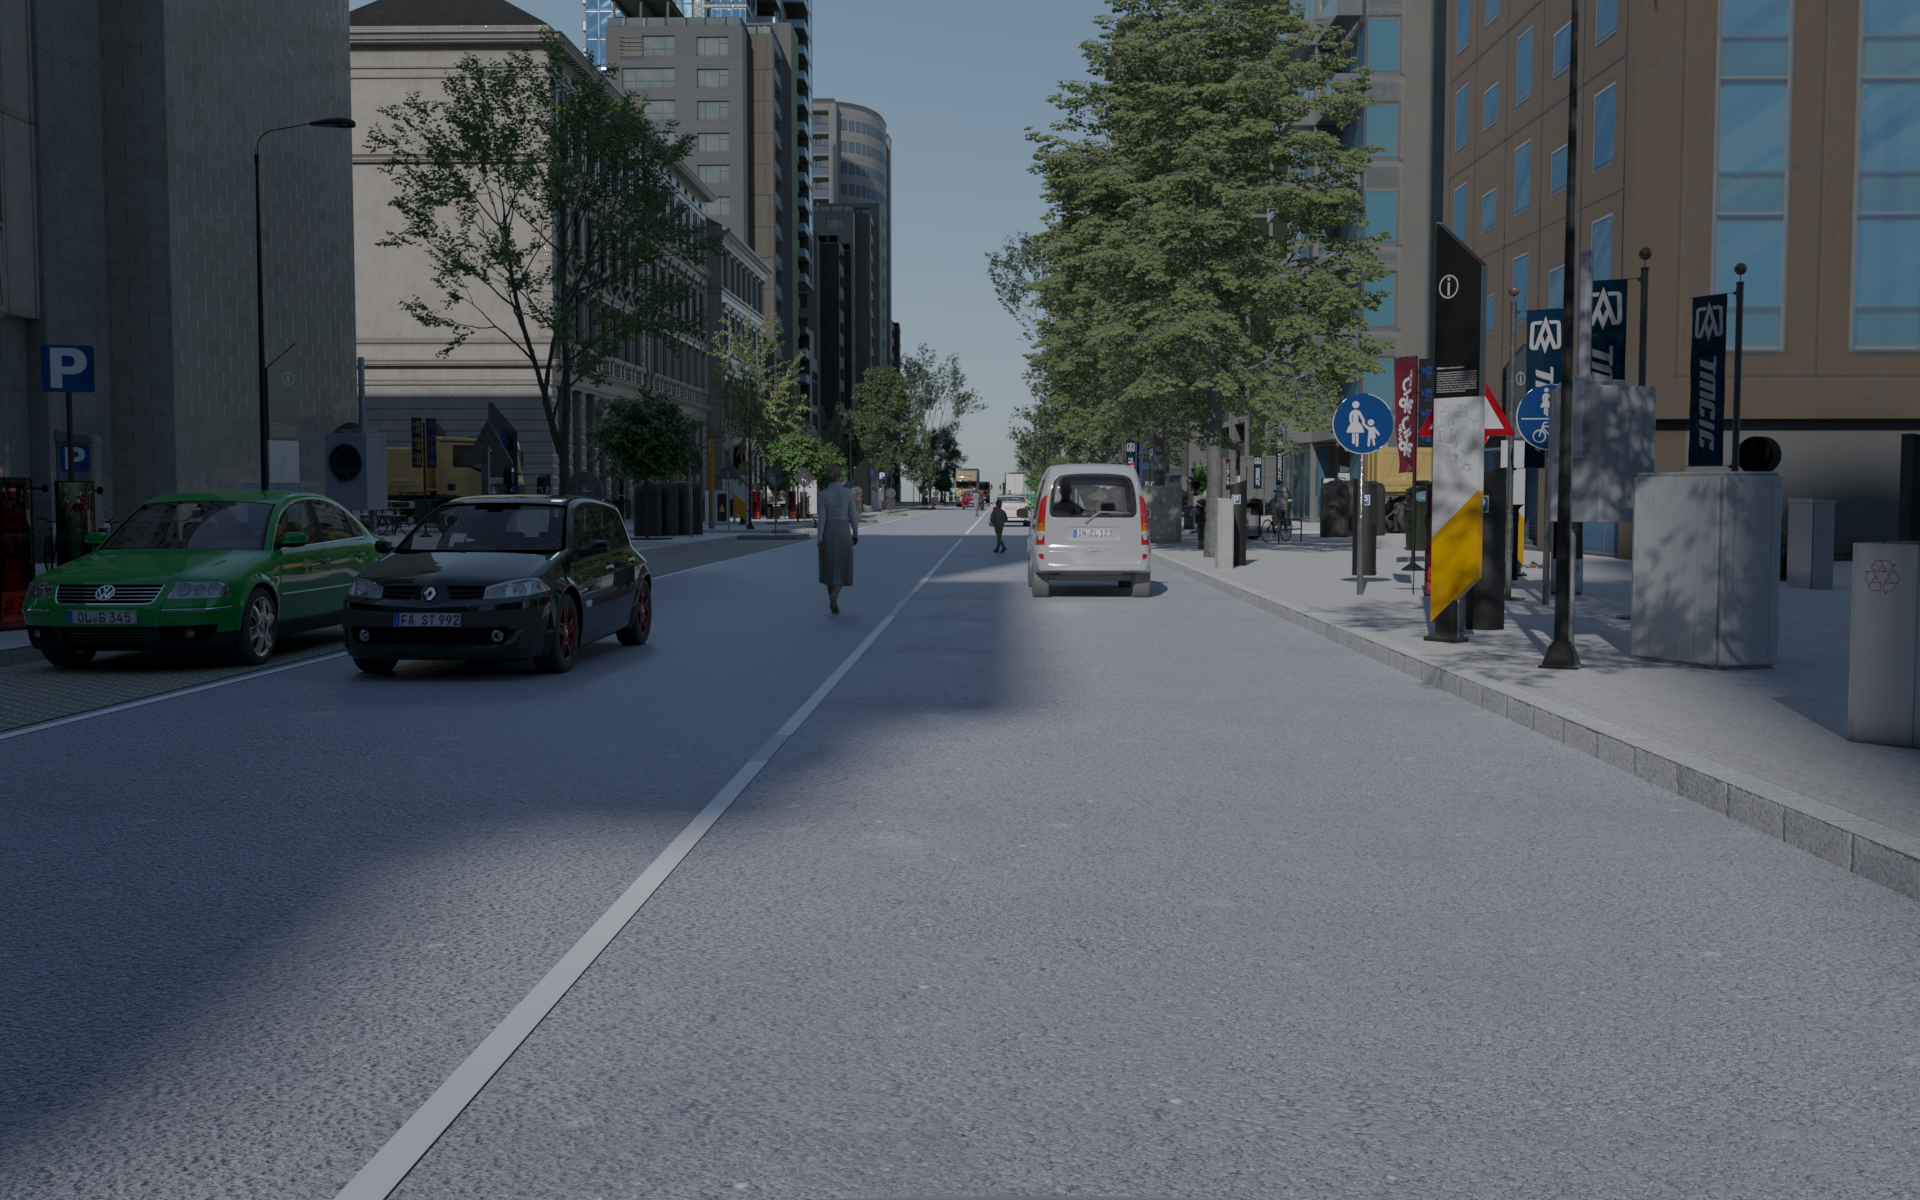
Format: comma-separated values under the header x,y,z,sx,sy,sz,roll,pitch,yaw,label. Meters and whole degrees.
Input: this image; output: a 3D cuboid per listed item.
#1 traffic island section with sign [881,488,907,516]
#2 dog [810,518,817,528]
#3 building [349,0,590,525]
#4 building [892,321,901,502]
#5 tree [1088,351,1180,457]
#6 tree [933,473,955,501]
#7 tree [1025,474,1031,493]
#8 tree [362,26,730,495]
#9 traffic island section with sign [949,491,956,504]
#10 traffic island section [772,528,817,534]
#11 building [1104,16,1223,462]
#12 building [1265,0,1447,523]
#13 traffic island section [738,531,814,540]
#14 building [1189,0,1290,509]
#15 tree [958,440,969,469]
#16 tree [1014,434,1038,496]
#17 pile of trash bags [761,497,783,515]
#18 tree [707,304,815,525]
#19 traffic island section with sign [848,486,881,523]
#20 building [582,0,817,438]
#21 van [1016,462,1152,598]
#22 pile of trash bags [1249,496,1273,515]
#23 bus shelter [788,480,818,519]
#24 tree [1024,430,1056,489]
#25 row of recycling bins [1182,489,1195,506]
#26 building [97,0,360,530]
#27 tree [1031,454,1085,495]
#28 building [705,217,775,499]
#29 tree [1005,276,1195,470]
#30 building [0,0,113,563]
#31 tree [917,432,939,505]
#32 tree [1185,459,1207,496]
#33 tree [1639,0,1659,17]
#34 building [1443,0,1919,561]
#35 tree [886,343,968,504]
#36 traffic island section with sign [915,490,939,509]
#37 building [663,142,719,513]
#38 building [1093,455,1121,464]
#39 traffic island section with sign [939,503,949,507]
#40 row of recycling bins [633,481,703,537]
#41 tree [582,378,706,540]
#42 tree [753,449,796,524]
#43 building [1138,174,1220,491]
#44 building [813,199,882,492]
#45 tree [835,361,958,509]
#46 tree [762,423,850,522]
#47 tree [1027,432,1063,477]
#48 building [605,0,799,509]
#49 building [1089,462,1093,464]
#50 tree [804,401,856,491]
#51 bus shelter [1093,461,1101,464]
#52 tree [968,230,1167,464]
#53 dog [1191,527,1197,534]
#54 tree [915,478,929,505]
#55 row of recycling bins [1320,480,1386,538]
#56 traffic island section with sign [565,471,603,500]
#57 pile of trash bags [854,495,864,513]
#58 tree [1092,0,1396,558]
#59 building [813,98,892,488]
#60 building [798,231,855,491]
x,y,z,sx,sy,sz,roll,pitch,yaw,label
-4.472,-6.383,112.989,1.989,1.847,2.006,0,4,1,traffic island section with sign
-5.946,-3.210,72.671,0.550,0.427,0.748,-3,4,-38,dog
-21.491,-15.420,81.002,11.050,23.489,19.941,0,4,1,building
-16.986,-31.127,280.620,14.160,30.474,14.107,0,4,1,building
7.484,-7.576,74.222,4.360,8.622,3.978,0,3,0,tree
-2.357,-18.721,289.806,4.285,4.588,4.351,0,3,0,tree
9.417,-11.074,164.770,4.285,4.588,4.351,0,3,0,tree
-9.398,-6.998,40.169,9.928,11.665,9.643,0,3,0,tree
-1.205,-14.462,245.074,1.989,1.847,2.006,0,4,1,traffic island section with sign
-5.696,-2.499,63.143,2.009,0.180,2.903,0,4,1,traffic island section
30.902,-36.777,190.535,28.713,52.752,27.495,0,4,1,building
29.671,-28.169,80.170,30.456,49.044,23.786,0,4,1,building
-5.893,-2.011,55.161,2.009,0.180,2.903,0,4,1,traffic island section
27.515,-41.700,120.049,20.563,71.187,20.611,0,4,1,building
-3.036,-22.296,281.554,9.611,12.733,9.660,0,3,0,tree
11.998,-21.103,270.782,9.928,11.665,9.643,0,3,0,tree
-11.273,-5.797,104.528,3.447,1.369,1.912,-2,4,-24,pile of trash bags
-8.186,-7.219,68.393,4.737,8.622,4.395,0,3,0,tree
-5.135,-4.735,86.042,1.989,1.847,2.006,0,4,1,traffic island section with sign
-24.771,-52.293,167.659,22.319,86.520,31.000,0,4,1,building
1.837,-1.123,25.366,2.013,2.044,4.112,0,4,1,van
18.232,-5.876,105.831,1.912,1.369,3.447,-3,5,-42,pile of trash bags
-8.058,-5.995,91.934,2.014,3.302,5.546,0,4,1,bus shelter
9.200,-14.479,187.099,4.737,8.622,4.395,0,3,0,tree
15.353,-7.165,124.255,3.534,1.692,1.069,-1,4,-15,row of recycling bins
-24.830,-11.421,41.487,16.860,20.320,10.420,0,4,1,building
7.961,-8.816,127.858,4.285,4.588,4.351,0,3,0,tree
-20.126,-17.447,121.420,11.583,22.565,21.152,0,4,1,building
7.273,-10.415,87.300,9.611,12.733,9.660,0,3,0,tree
-22.959,-12.579,23.694,12.078,24.808,19.932,0,4,1,building
-4.520,-14.999,195.598,4.737,8.622,4.395,0,3,0,tree
13.288,-6.220,96.299,1.663,3.219,1.824,0,3,0,tree
5.007,-4.345,5.457,8.767,10.594,7.601,-2,4,-31,tree
19.685,-23.746,38.365,14.600,45.320,14.200,0,4,1,building
-3.657,-21.940,214.605,12.611,20.169,13.585,0,3,0,tree
-3.236,-9.430,162.804,1.989,1.847,2.006,0,4,1,traffic island section with sign
-21.115,-16.638,100.903,11.050,23.489,19.941,0,4,1,building
25.741,-34.282,244.104,14.154,41.232,14.086,0,4,1,building
-2.559,-11.101,190.121,1.989,1.847,2.006,0,4,1,traffic island section with sign
-9.014,-2.862,53.908,1.069,1.692,3.534,1,4,19,row of recycling bins
-8.914,-3.992,48.980,4.285,4.588,4.351,0,3,0,tree
-7.747,-4.853,73.950,1.663,3.219,1.824,0,3,0,tree
23.316,-23.529,156.402,14.160,30.474,14.107,0,4,1,building
-18.101,-33.835,236.793,14.154,41.232,14.086,0,4,1,building
-6.615,-14.215,149.421,9.611,12.733,9.660,0,3,0,tree
-7.561,-5.875,79.771,4.285,4.588,4.351,0,3,0,tree
8.039,-12.834,160.201,4.360,8.622,3.978,0,3,0,tree
-21.339,-28.284,146.043,14.154,41.232,14.086,0,4,1,building
26.314,-29.806,259.034,14.160,30.474,14.107,0,4,1,building
-10.334,-11.390,136.595,4.360,8.622,3.978,0,3,0,tree
7.382,-6.521,100.546,2.014,3.302,5.546,0,4,2,bus shelter
8.203,-15.557,110.251,12.611,20.169,13.585,0,3,0,tree
8.147,-2.450,60.252,0.748,0.427,0.550,-1,4,-10,dog
-4.447,-13.002,207.180,1.663,3.219,1.824,0,3,0,tree
11.952,-2.771,52.425,1.069,1.692,3.534,3,4,37,row of recycling bins
-6.522,-1.290,29.724,1.989,1.847,2.006,0,4,1,traffic island section with sign
-7.405,-6.615,117.910,1.912,1.369,3.447,-2,4,-26,pile of trash bags
4.754,-7.148,35.002,7.486,12.596,7.792,0,3,0,tree
-21.567,-43.817,258.413,21.231,58.520,28.212,0,4,1,building
-19.196,-25.691,191.751,14.160,30.474,14.107,0,4,1,building
